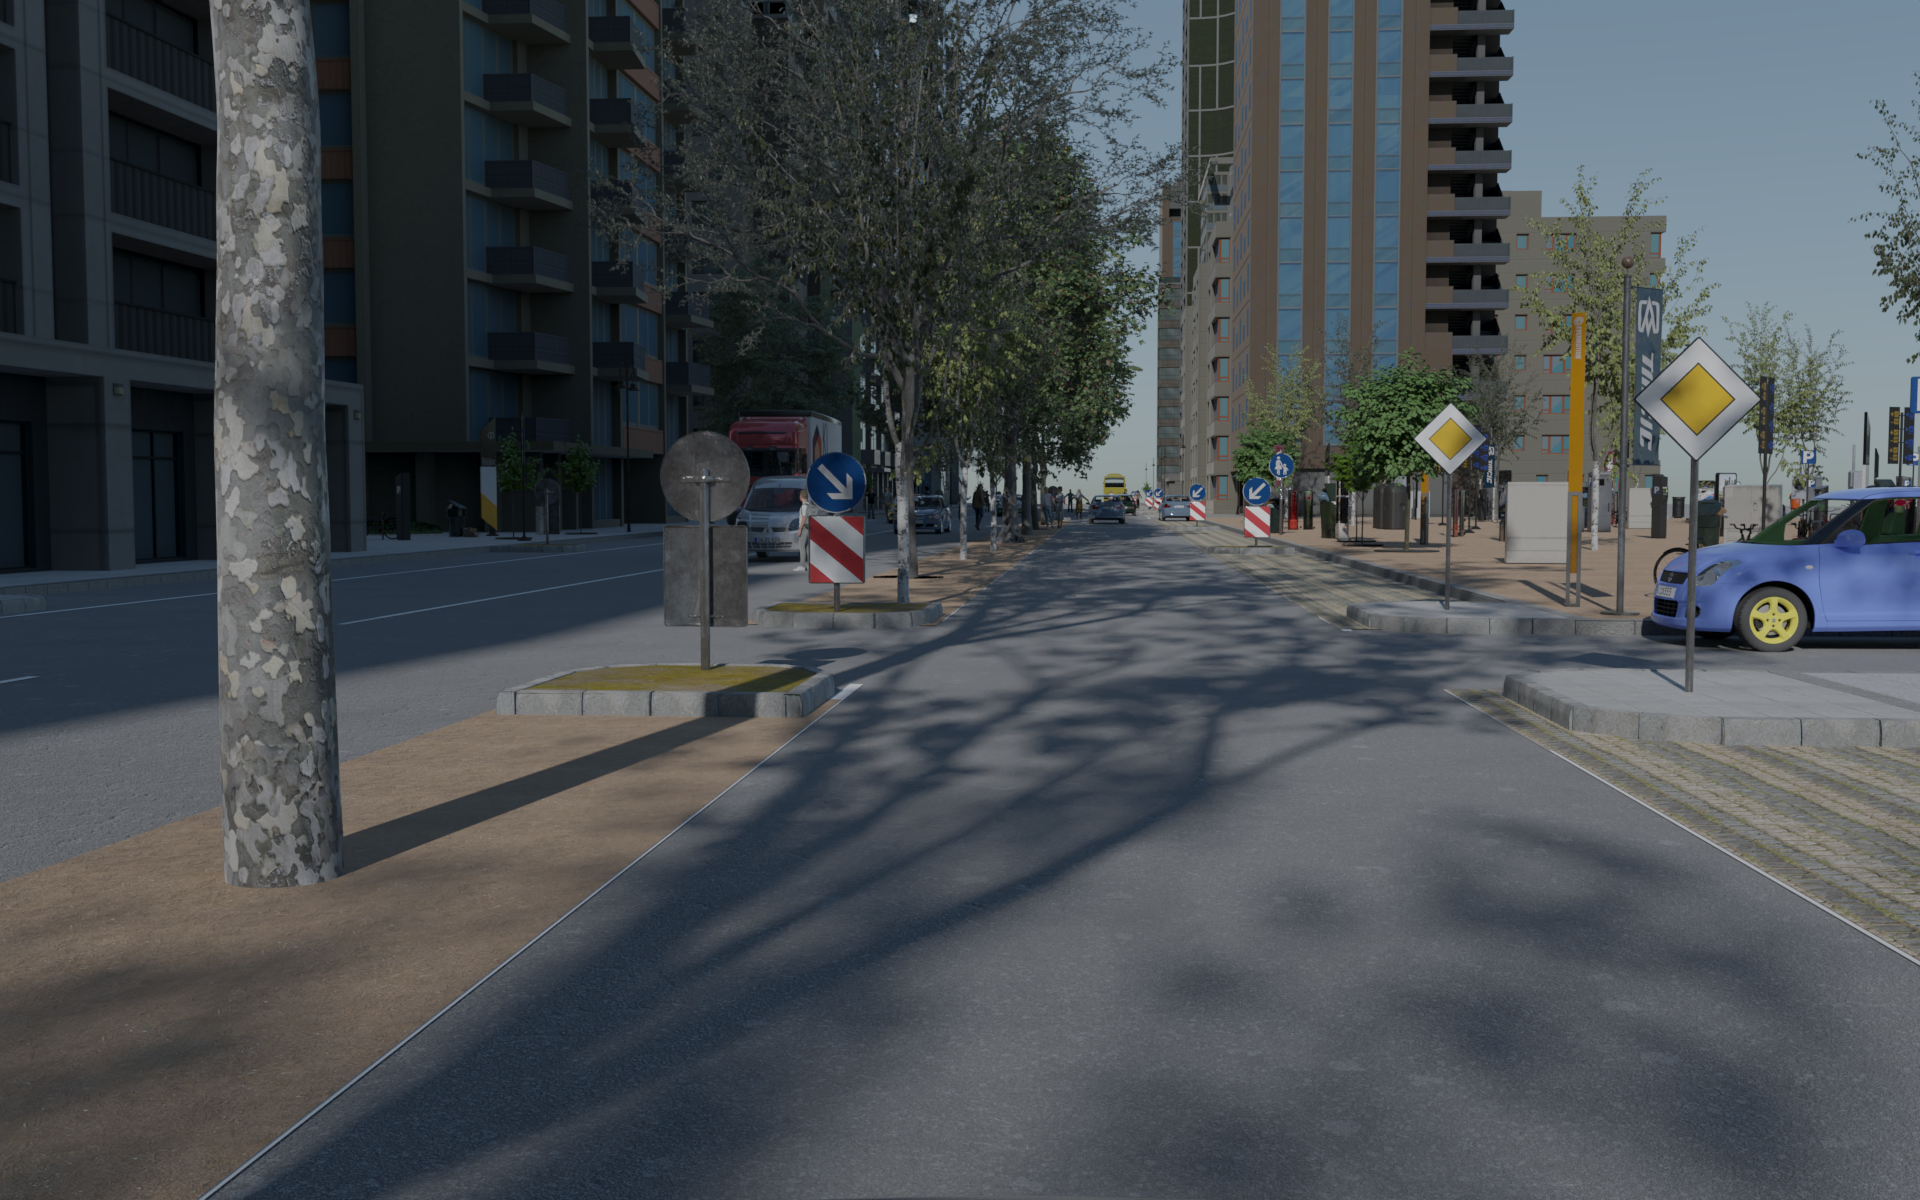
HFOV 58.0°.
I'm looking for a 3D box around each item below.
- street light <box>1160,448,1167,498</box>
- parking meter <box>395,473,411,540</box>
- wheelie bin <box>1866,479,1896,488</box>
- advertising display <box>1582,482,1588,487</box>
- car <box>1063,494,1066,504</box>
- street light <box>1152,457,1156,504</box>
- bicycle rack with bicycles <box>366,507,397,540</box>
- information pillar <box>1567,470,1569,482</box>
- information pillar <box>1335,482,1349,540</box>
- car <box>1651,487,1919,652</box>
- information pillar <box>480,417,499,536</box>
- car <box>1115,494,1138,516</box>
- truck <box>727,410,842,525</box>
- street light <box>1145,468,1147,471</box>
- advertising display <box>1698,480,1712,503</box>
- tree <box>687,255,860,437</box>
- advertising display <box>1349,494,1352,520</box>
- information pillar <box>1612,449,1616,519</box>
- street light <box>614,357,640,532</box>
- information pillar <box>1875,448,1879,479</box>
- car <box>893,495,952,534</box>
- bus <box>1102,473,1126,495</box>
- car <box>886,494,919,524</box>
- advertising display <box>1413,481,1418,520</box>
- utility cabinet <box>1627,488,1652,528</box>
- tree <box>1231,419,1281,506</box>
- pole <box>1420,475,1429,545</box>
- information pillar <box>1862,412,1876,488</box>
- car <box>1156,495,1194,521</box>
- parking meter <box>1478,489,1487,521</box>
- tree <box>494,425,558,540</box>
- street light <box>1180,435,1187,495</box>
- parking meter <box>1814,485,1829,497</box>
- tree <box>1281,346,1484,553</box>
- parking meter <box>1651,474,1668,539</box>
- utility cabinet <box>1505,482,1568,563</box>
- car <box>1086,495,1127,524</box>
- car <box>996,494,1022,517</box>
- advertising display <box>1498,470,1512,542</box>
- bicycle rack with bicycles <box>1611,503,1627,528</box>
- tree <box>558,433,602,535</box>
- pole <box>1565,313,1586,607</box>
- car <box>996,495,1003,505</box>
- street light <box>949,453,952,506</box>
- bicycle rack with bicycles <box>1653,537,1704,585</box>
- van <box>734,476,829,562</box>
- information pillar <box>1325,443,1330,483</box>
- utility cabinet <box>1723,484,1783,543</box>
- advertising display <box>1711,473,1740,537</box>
[{"bbox_3d":[20.756,-12.576,178.408,0.468,5.910,1.993,0,4,5],"label":"street light"},{"bbox_3d":[-15.466,-2.592,48.084,0.399,1.863,0.255,3,5,43],"label":"parking meter"},{"bbox_3d":[19.427,-1.750,36.515,0.980,1.594,0.693,-2,4,-31],"label":"wheelie bin"},{"bbox_3d":[32.074,-5.139,89.240,0.123,1.923,0.974,3,5,41],"label":"advertising display"},{"bbox_3d":[13.903,-14.309,242.987,2.155,1.783,4.494,0,4,3],"label":"car"},{"bbox_3d":[24.070,-14.844,215.484,0.468,5.910,1.993,0,4,5],"label":"street light"},{"bbox_3d":[-17.392,-2.126,48.144,2.925,0.926,2.852,1,4,14],"label":"bicycle rack with bicycles"},{"bbox_3d":[18.461,-2.914,52.140,0.304,2.012,0.304,-1,4,-9],"label":"information pillar"},{"bbox_3d":[10.763,-2.706,48.733,0.304,2.012,0.304,0,4,-5],"label":"information pillar"},{"bbox_3d":[8.517,-0.412,16.333,3.694,1.707,1.945,0,4,5],"label":"car"},{"bbox_3d":[-14.337,-3.752,52.702,0.504,3.616,0.183,-3,4,-37],"label":"information pillar"},{"bbox_3d":[10.766,-6.399,114.410,2.009,1.686,4.222,0,4,5],"label":"car"},{"bbox_3d":[-6.034,-4.361,60.218,2.839,4.237,11.283,0,4,4],"label":"truck"},{"bbox_3d":[27.141,-17.113,252.580,0.468,5.910,1.993,0,4,5],"label":"street light"},{"bbox_3d":[34.927,-4.656,81.340,0.974,1.923,0.123,2,4,33],"label":"advertising display"},{"bbox_3d":[-9.691,-11.268,90.883,9.857,13.997,8.962,0,3,0],"label":"tree"},{"bbox_3d":[19.522,-5.002,87.003,0.123,1.923,0.974,3,4,39],"label":"advertising display"},{"bbox_3d":[33.784,-6.025,89.867,0.504,3.616,0.183,-1,4,-12],"label":"information pillar"},{"bbox_3d":[-11.204,-5.238,58.426,0.468,5.910,1.993,0,4,5],"label":"street light"},{"bbox_3d":[46.455,-5.901,87.840,0.183,3.616,0.504,1,4,12],"label":"information pillar"},{"bbox_3d":[-1.344,-3.160,63.664,2.014,1.417,4.499,0,4,6],"label":"car"},{"bbox_3d":[18.443,-13.181,207.053,2.896,3.916,12.252,0,4,5],"label":"bus"},{"bbox_3d":[-2.525,-4.528,84.254,2.015,1.641,3.980,0,4,3],"label":"car"},{"bbox_3d":[22.692,-4.959,86.298,0.123,1.923,0.974,0,4,8],"label":"advertising display"},{"bbox_3d":[25.261,-3.377,63.894,1.173,1.500,0.318,1,4,9],"label":"utility cabinet"},{"bbox_3d":[13.315,-5.617,75.559,4.285,4.588,4.351,0,3,0],"label":"tree"},{"bbox_3d":[11.762,-3.055,43.789,0.158,3.312,0.155,0,3,0],"label":"pole"},{"bbox_3d":[25.867,-3.554,49.469,0.183,3.616,0.504,3,4,39],"label":"information pillar"},{"bbox_3d":[11.419,-4.864,91.536,2.014,1.417,4.499,0,4,4],"label":"car"},{"bbox_3d":[25.197,-4.592,83.487,0.372,1.533,0.369,0,3,0],"label":"parking meter"},{"bbox_3d":[-12.720,-3.329,49.031,1.663,3.219,1.824,0,3,0],"label":"tree"},{"bbox_3d":[17.037,-9.762,132.390,0.468,5.910,1.993,0,4,5],"label":"street light"},{"bbox_3d":[24.859,-2.544,50.013,0.372,1.533,0.369,0,3,0],"label":"parking meter"},{"bbox_3d":[9.873,-3.348,38.461,4.285,4.588,4.351,0,3,0],"label":"tree"},{"bbox_3d":[20.149,-2.701,49.874,0.255,1.863,0.399,-2,4,-28],"label":"parking meter"},{"bbox_3d":[10.625,-1.411,31.754,1.173,1.500,0.318,1,4,12],"label":"utility cabinet"},{"bbox_3d":[7.112,-4.407,84.064,2.014,1.417,4.499,0,4,4],"label":"car"},{"bbox_3d":[3.352,-6.043,110.608,2.131,1.459,4.920,0,4,6],"label":"car"},{"bbox_3d":[14.679,-2.536,46.685,0.123,1.923,0.974,0,4,4],"label":"advertising display"},{"bbox_3d":[26.049,-3.301,67.353,2.925,0.926,2.852,-1,4,-10],"label":"bicycle rack with bicycles"},{"bbox_3d":[-12.223,-3.702,55.131,1.663,3.219,1.824,0,3,0],"label":"tree"},{"bbox_3d":[6.974,-1.576,19.614,0.158,3.312,0.155,0,3,0],"label":"pole"},{"bbox_3d":[4.388,-10.355,181.666,2.083,1.381,4.827,0,4,6],"label":"car"},{"bbox_3d":[-0.910,-12.704,180.500,0.468,5.910,1.993,0,4,5],"label":"street light"},{"bbox_3d":[9.872,-0.450,20.737,2.925,0.926,2.852,1,4,16],"label":"bicycle rack with bicycles"},{"bbox_3d":[-3.882,-1.895,37.998,2.013,2.044,4.112,0,4,3],"label":"van"},{"bbox_3d":[16.774,-5.367,79.103,0.183,3.616,0.504,0,4,-5],"label":"information pillar"},{"bbox_3d":[18.285,-1.913,39.959,1.173,1.500,0.318,3,5,42],"label":"utility cabinet"},{"bbox_3d":[23.044,-2.870,52.139,0.974,1.923,0.123,-2,4,-35],"label":"advertising display"}]
